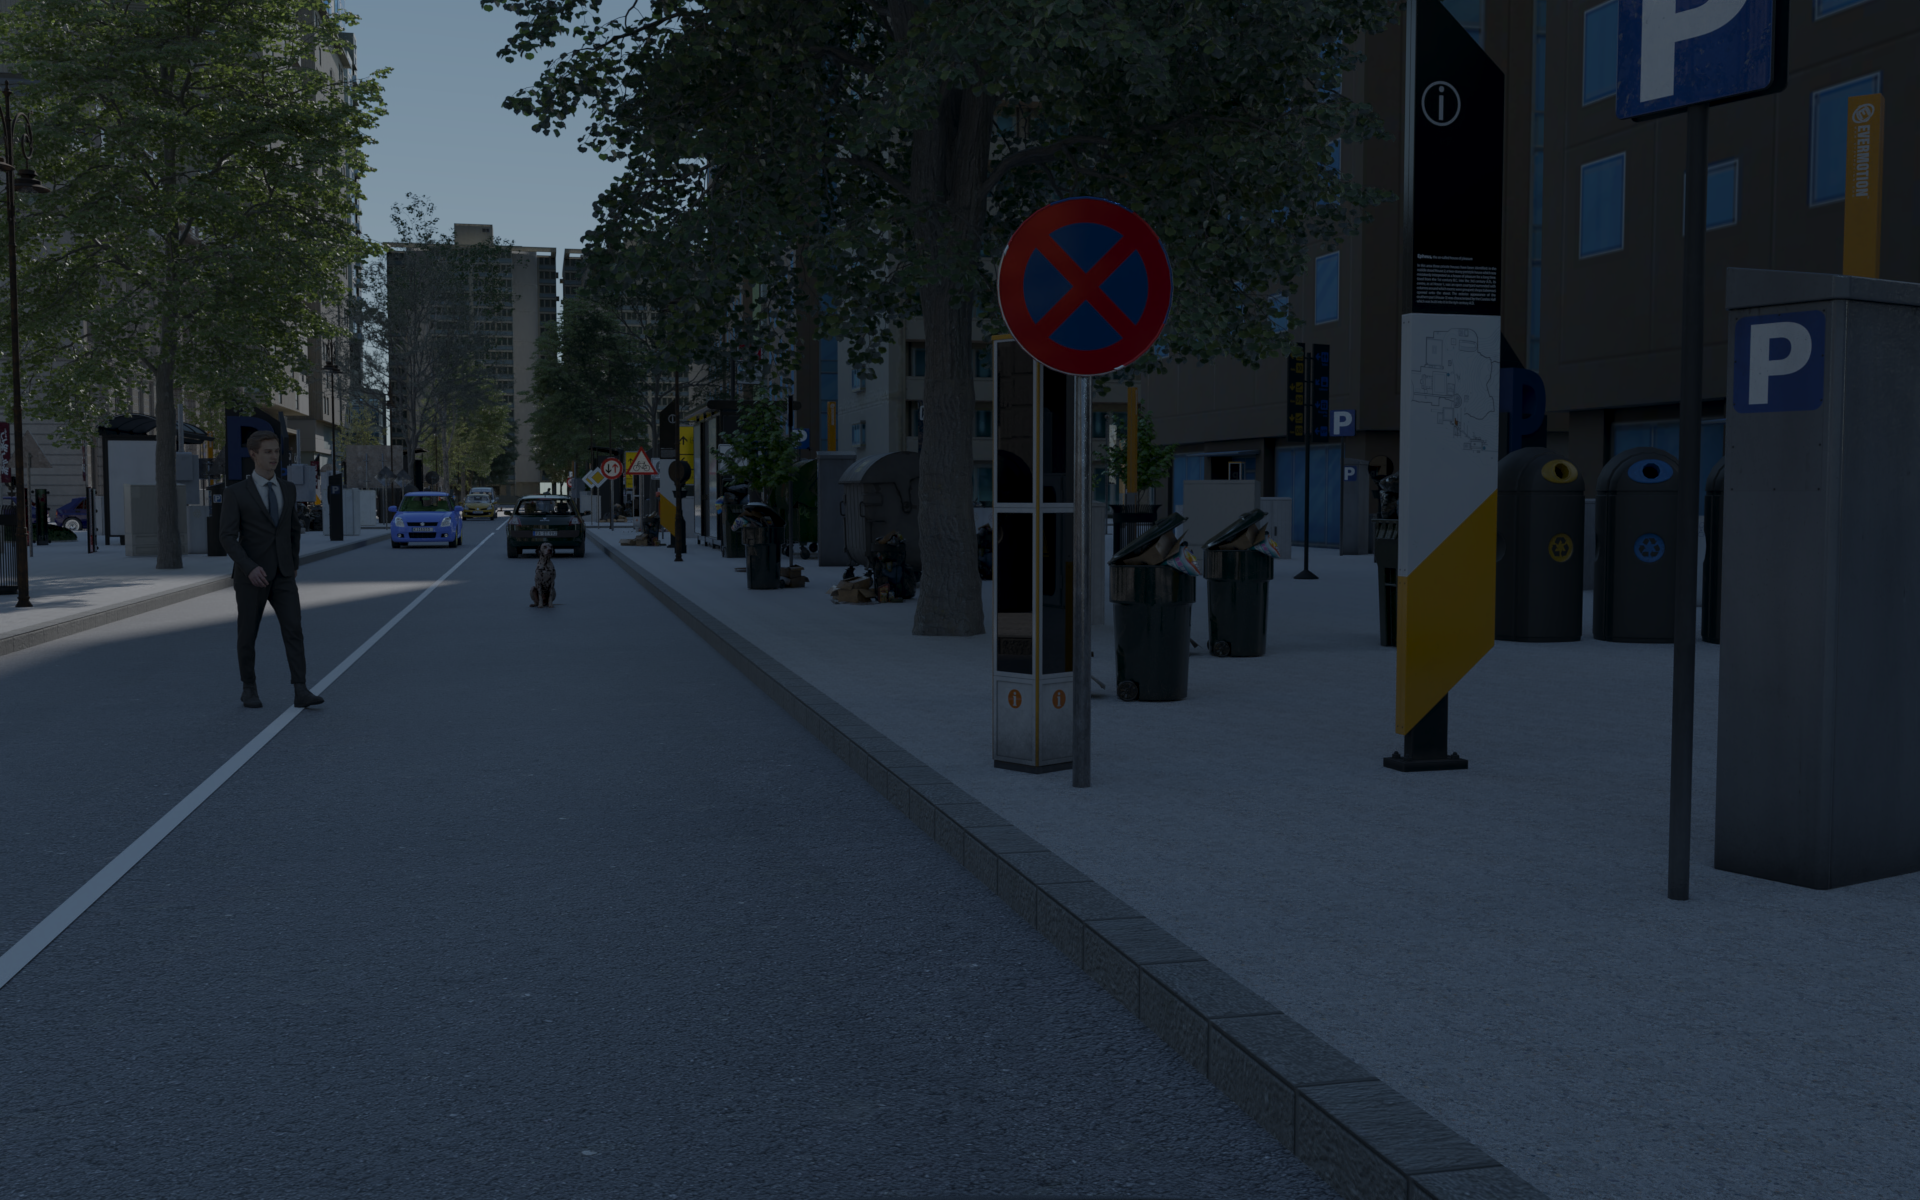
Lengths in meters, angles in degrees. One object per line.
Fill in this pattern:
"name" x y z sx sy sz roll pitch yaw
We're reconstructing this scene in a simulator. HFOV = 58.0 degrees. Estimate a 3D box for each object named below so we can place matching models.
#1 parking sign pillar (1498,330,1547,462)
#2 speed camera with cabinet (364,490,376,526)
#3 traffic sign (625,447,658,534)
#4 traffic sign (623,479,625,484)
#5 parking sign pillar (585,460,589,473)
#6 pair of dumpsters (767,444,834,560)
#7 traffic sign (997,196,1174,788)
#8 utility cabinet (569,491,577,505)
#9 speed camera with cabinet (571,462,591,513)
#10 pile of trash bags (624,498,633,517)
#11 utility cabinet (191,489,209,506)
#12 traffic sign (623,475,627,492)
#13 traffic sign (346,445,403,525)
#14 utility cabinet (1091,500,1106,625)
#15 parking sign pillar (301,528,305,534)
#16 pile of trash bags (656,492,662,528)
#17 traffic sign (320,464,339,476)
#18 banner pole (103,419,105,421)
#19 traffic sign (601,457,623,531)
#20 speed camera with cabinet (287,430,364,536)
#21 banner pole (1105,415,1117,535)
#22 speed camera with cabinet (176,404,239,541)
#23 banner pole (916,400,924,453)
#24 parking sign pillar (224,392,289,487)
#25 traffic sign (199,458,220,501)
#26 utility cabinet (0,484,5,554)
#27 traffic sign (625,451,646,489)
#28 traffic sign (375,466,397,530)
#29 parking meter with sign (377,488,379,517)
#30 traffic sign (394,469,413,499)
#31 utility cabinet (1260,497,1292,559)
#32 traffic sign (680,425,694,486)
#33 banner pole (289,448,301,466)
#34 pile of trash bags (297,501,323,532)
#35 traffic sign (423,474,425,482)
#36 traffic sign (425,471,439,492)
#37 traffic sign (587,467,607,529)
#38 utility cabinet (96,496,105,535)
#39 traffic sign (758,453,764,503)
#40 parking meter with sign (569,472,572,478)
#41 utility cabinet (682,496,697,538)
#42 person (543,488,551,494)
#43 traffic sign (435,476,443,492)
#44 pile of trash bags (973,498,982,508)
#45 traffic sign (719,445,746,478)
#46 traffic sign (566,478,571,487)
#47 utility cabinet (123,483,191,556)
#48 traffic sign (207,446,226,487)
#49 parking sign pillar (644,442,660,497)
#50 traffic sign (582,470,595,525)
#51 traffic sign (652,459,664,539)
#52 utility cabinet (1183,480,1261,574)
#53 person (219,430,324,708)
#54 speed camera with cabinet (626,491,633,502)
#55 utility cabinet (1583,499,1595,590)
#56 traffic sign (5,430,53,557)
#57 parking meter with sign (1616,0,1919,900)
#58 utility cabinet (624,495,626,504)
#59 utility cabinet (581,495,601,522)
"parking sign pillar" 8.701 -2.366 27.151 1.447 3.967 1.447 -3 5 -44
"speed camera with cabinet" -24.479 -4.586 69.315 2.038 3.252 0.660 -3 5 -44
"traffic sign" -8.724 -2.905 47.505 0.884 2.594 0.081 0 4 -4
"traffic sign" -22.903 -7.014 116.801 0.606 2.300 0.079 0 4 -5
"parking sign pillar" -27.194 -8.469 126.934 1.447 3.967 1.447 -1 4 -22
"pair of dumpsters" -3.108 -2.037 35.793 1.574 2.255 4.437 -1 4 -14
"traffic sign" 0.534 -0.454 7.522 0.768 2.556 0.104 0 4 -6
"utility cabinet" -28.317 -7.305 128.108 1.173 1.500 0.318 2 4 24
"speed camera with cabinet" -21.710 -6.457 99.906 0.660 3.252 2.038 -3 4 -39
"pile of trash bags" -19.005 -5.368 97.511 3.447 1.369 1.912 3 4 38
"utility cabinet" -33.604 -4.178 76.988 1.173 1.500 0.318 -3 5 -41
"traffic sign" -22.652 -7.179 117.480 0.768 2.556 0.104 0 4 -5
"traffic sign" -24.347 -4.784 72.091 2.265 3.308 0.079 -1 4 -9
"utility cabinet" 0.902 -0.355 16.965 1.020 1.237 0.306 -1 4 -18
"parking sign pillar" -21.952 -4.125 55.922 1.447 3.967 1.447 -2 4 -28
"pile of trash bags" -9.123 -3.150 61.248 3.447 1.369 1.912 0 4 -8
"traffic sign" -26.325 -4.418 72.335 0.768 2.556 0.104 -1 4 -11
"banner pole" -27.732 -4.081 56.749 0.863 3.779 0.401 -3 5 -44
"traffic sign" -12.097 -3.678 60.245 0.768 2.556 0.104 0 4 -7
"speed camera with cabinet" -19.601 -3.611 53.374 2.038 3.252 0.660 0 4 1
"banner pole" 4.762 -3.970 54.934 0.401 3.779 0.863 2 4 34
"speed camera with cabinet" -16.732 -2.713 38.697 2.038 3.252 0.660 -3 5 -43
"banner pole" -0.595 -3.100 40.708 0.863 3.779 0.401 0 4 0
"parking sign pillar" -17.713 -3.362 43.444 1.447 3.967 1.447 -1 4 -18
"traffic sign" -21.370 -2.886 49.319 0.606 2.300 0.079 -1 4 -11
"utility cabinet" -20.872 -1.735 37.045 1.173 1.500 0.318 3 5 40
"traffic sign" -14.779 -5.416 82.427 2.265 3.308 0.079 -1 4 -9
"traffic sign" -20.445 -3.553 61.729 0.795 2.450 0.064 -1 4 -14
"parking meter with sign" -32.917 -6.056 95.274 1.738 3.016 0.543 -1 4 -15
"traffic sign" -22.339 -4.027 69.487 0.795 2.450 0.064 -1 4 -14
"utility cabinet" 6.013 -1.408 34.190 1.020 1.237 0.306 0 4 -1
"traffic sign" -7.276 -3.501 51.109 2.265 3.308 0.079 0 4 -7
"banner pole" -35.846 -6.324 93.422 0.401 3.779 0.863 1 4 22
"pile of trash bags" -22.513 -3.071 59.963 1.912 1.369 3.447 1 4 23
"traffic sign" -31.356 -6.128 100.291 0.768 2.556 0.104 -1 4 -12
"traffic sign" -28.990 -5.814 95.164 0.768 2.556 0.104 -1 4 -8
"traffic sign" -13.256 -3.658 63.456 0.795 2.450 0.064 -1 4 -14
"utility cabinet" -26.864 -2.625 54.076 1.020 1.237 0.306 3 5 40
"traffic sign" -3.619 -1.947 31.939 0.768 2.556 0.104 0 4 -5
"parking meter with sign" -29.475 -8.450 134.412 0.543 3.016 1.738 2 4 35
"utility cabinet" -7.706 -2.401 50.425 1.020 1.237 0.306 2 4 25
"person" -24.186 -5.671 101.406 0.592 1.802 0.473 1 4 9
"traffic sign" -36.945 -7.496 122.667 0.768 2.556 0.104 0 4 -7
"pile of trash bags" 1.715 -3.252 62.918 3.447 1.369 1.912 2 4 27
"traffic sign" -4.658 -2.052 35.675 0.606 2.300 0.079 0 4 -4
"traffic sign" -29.319 -7.994 130.808 0.768 2.556 0.104 0 4 -4
"utility cabinet" -16.522 -1.647 35.604 0.318 1.500 1.173 3 4 37
"traffic sign" -19.924 -2.871 46.938 0.884 2.594 0.081 0 4 -8
"parking sign pillar" -14.237 -5.646 80.780 1.447 3.967 1.447 -2 4 -25
"traffic sign" -15.151 -4.133 71.214 0.795 2.450 0.064 -1 4 -14
"traffic sign" -8.460 -2.881 49.230 0.606 2.300 0.079 -1 4 -12
"utility cabinet" 4.126 -1.139 27.303 1.173 1.500 0.318 2 4 28
"person" -4.579 -0.201 11.562 0.755 1.850 0.659 3 5 40
"speed camera with cabinet" -18.890 -6.542 101.291 0.660 3.252 2.038 -2 4 -32
"utility cabinet" 8.408 -0.743 23.308 1.020 1.237 0.306 -2 4 -35
"traffic sign" -18.939 -2.156 35.249 0.884 2.594 0.081 -1 4 -10
"parking meter with sign" 2.982 -0.586 5.834 1.738 3.016 0.543 -2 4 -32
"utility cabinet" -20.372 -5.690 104.196 1.020 1.237 0.306 -3 5 -43
"utility cabinet" -17.107 -4.230 80.326 1.020 1.237 0.306 2 4 34
